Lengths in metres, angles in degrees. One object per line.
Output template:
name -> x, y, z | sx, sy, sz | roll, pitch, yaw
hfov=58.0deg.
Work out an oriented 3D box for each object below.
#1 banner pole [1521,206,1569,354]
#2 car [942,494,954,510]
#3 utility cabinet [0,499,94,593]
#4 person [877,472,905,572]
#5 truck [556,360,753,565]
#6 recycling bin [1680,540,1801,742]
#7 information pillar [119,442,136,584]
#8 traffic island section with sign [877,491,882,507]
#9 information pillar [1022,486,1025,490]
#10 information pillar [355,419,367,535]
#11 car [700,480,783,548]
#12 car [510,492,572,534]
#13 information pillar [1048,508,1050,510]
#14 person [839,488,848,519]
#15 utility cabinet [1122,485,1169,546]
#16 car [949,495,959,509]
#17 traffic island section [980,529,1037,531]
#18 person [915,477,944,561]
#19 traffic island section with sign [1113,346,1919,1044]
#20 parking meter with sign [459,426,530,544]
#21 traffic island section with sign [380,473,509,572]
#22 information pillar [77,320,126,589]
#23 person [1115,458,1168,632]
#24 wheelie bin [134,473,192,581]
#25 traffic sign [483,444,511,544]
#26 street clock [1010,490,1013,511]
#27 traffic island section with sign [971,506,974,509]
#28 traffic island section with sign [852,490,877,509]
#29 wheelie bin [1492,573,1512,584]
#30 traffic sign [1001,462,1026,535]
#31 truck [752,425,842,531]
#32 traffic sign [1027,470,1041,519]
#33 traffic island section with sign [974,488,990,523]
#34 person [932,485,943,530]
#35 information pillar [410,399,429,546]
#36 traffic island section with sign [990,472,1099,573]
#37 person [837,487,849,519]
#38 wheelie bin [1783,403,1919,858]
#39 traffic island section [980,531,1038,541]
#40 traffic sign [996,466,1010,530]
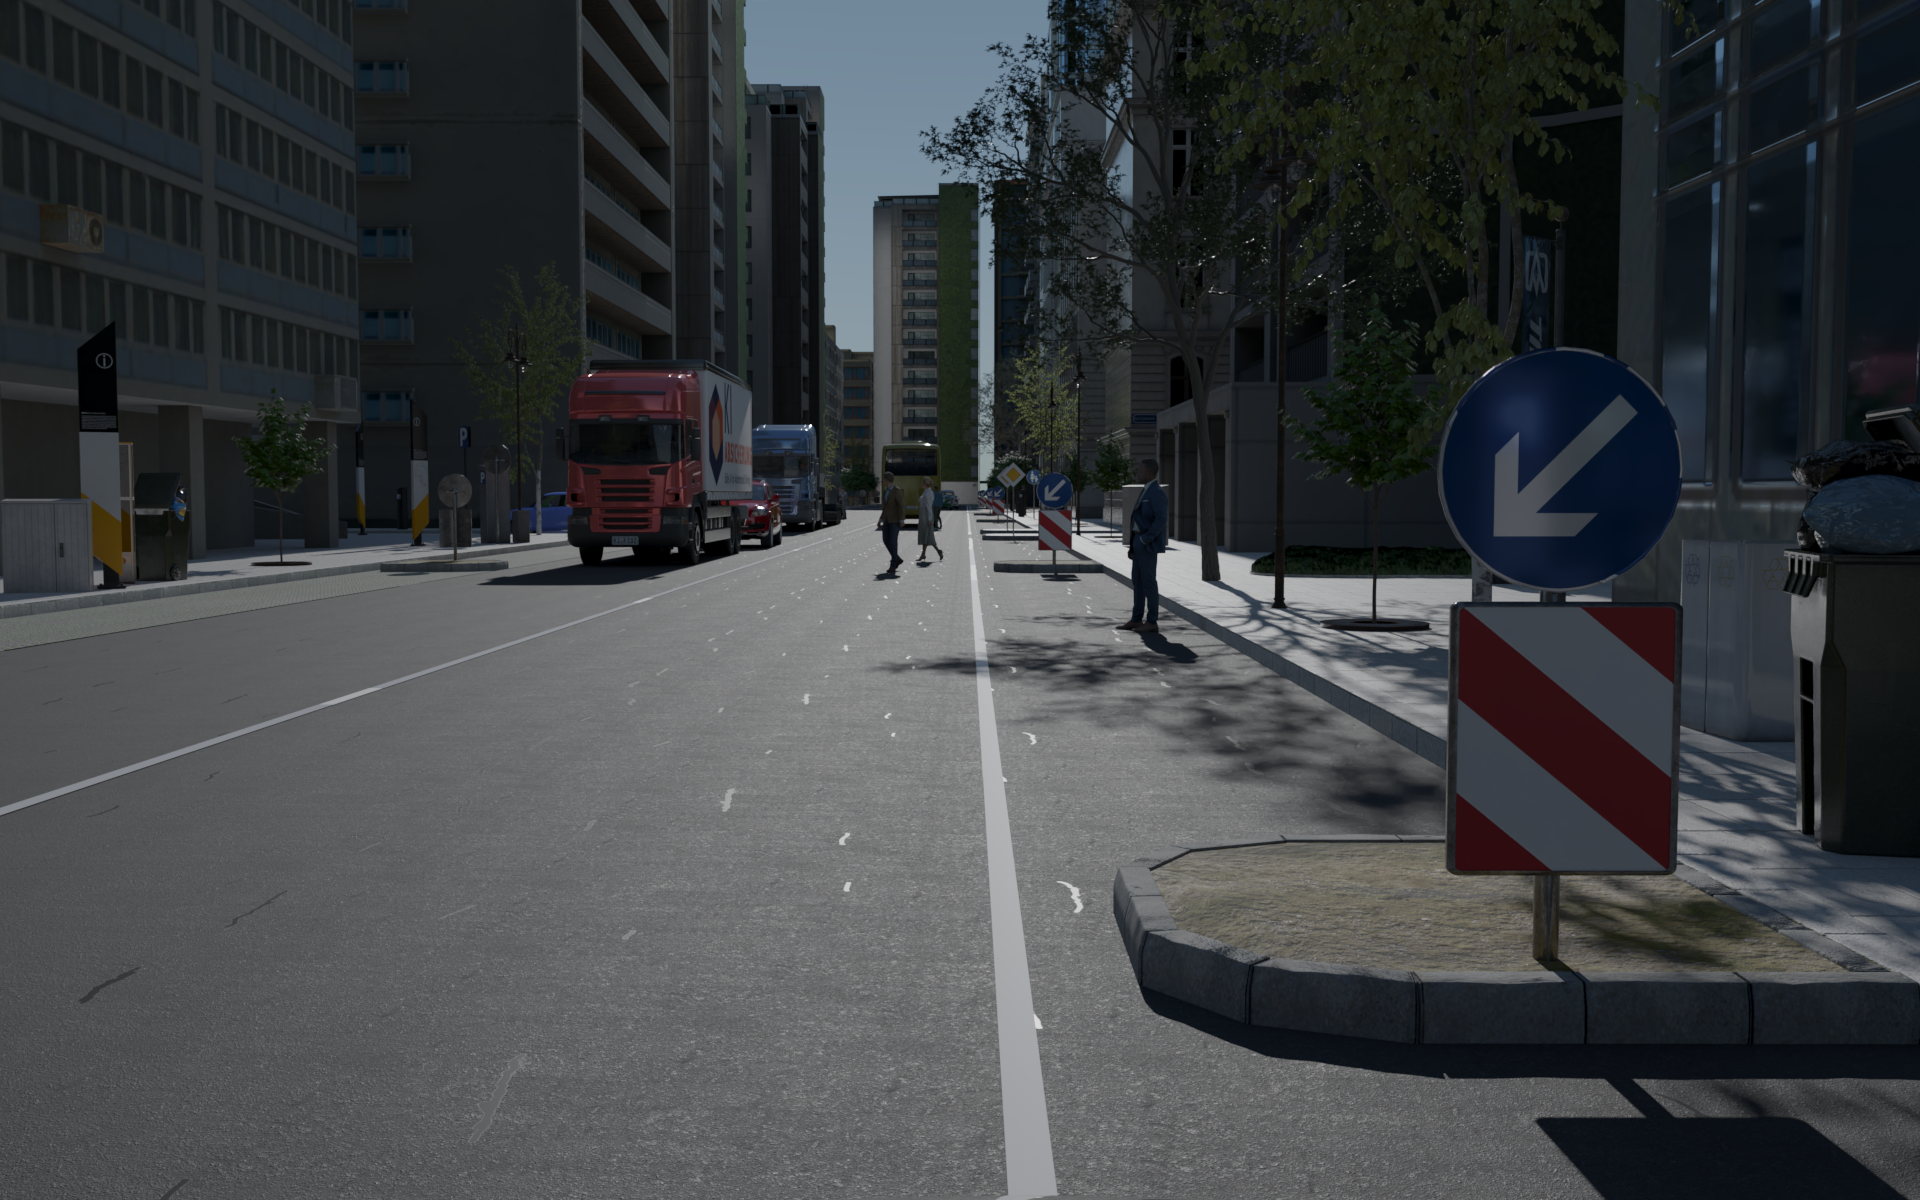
banner pole -> 5.062, -1.530, 15.030 | 0.863, 3.779, 0.401 | -3, 5, -42
car -> -1.579, -8.706, 154.145 | 2.131, 1.459, 4.920 | 0, 4, -1
utility cabinet -> -11.903, -0.699, 22.597 | 1.020, 1.237, 0.306 | -1, 4, -16
person -> -1.272, -1.449, 32.099 | 0.656, 1.842, 0.836 | 1, 4, 19
truck -> -6.494, -3.031, 38.466 | 2.839, 4.237, 11.283 | 0, 3, 0
recycling bin -> 4.363, 0.199, 9.294 | 0.722, 1.027, 0.722 | 0, 4, -3
information pillar -> -11.940, -1.235, 24.680 | 0.304, 2.012, 0.304 | -1, 4, -21
traffic island section with sign -> -9.084, -11.178, 191.389 | 1.989, 1.847, 2.006 | 0, 4, 0
information pillar -> 4.828, -8.612, 132.159 | 0.183, 3.616, 0.504 | 1, 4, 16
information pillar -> -18.633, -3.821, 53.820 | 0.183, 3.616, 0.504 | 0, 4, 0
car -> -6.017, -2.372, 47.450 | 2.281, 1.827, 5.304 | 0, 4, -2
car -> -13.760, -3.026, 59.060 | 3.694, 1.707, 1.945 | 0, 3, 0
information pillar -> 4.108, -4.406, 76.534 | 0.304, 2.012, 0.304 | 2, 4, 30
person -> -6.643, -5.464, 98.044 | 0.583, 1.804, 0.606 | -2, 4, -33
utility cabinet -> 4.525, -2.059, 42.342 | 1.173, 1.500, 0.318 | 3, 5, 40
car -> -1.072, -9.450, 166.874 | 2.083, 1.381, 4.827 | 0, 4, -1
traffic island section -> 1.725, -2.460, 62.509 | 2.009, 0.180, 2.903 | 0, 4, 0
person -> -0.644, -1.727, 36.958 | 0.641, 1.798, 0.478 | 1, 4, 23
traffic island section with sign -> 1.518, 0.194, 5.456 | 1.989, 1.847, 2.006 | 0, 4, 0
parking meter with sign -> -12.101, -2.989, 45.125 | 1.738, 3.016, 0.543 | -3, 5, -41
traffic island section with sign -> -9.639, -1.471, 32.672 | 1.989, 1.847, 2.006 | 0, 4, 0
information pillar -> -11.557, -1.954, 23.295 | 0.504, 3.616, 0.183 | -2, 4, -32
person -> 1.943, -0.573, 18.044 | 0.419, 1.800, 0.721 | -1, 4, -17
wheelie bin -> -11.892, -1.090, 25.736 | 0.980, 1.594, 0.693 | 0, 4, 5
traffic sign -> -11.831, -2.699, 44.241 | 0.768, 2.556, 0.104 | 1, 4, 10
street clock -> 3.926, -7.715, 130.713 | 0.471, 2.002, 0.358 | 0, 4, 6
traffic island section with sign -> 1.910, -6.540, 115.557 | 1.989, 1.847, 2.006 | 0, 4, 0
traffic island section with sign -> -9.185, -9.529, 164.434 | 1.989, 1.847, 2.006 | 0, 4, 0
wheelie bin -> 7.742, -1.040, 24.911 | 0.693, 1.594, 0.980 | 0, 4, 7
traffic sign -> 1.674, -3.107, 54.447 | 0.795, 2.450, 0.064 | 0, 4, 0
truck -> -6.810, -5.106, 73.246 | 2.967, 4.110, 18.799 | 0, 4, 0
traffic sign -> 3.851, -5.499, 90.013 | 0.768, 2.556, 0.104 | 0, 4, 3
traffic island section with sign -> 1.817, -4.837, 87.719 | 1.989, 1.847, 2.006 | 0, 4, 0
person -> -0.897, -3.680, 69.016 | 0.601, 1.785, 0.444 | -2, 4, -34
information pillar -> -13.361, -3.145, 42.784 | 0.183, 3.616, 0.504 | 2, 4, 30
traffic island section with sign -> 1.627, -1.455, 32.411 | 1.989, 1.847, 2.006 | 0, 4, 0
person -> -6.810, -5.578, 99.483 | 0.659, 1.850, 0.755 | 2, 4, 29
wheelie bin -> 3.381, 0.099, 6.293 | 0.693, 1.594, 0.980 | 1, 4, 14
traffic island section -> 1.698, -1.972, 54.524 | 2.009, 0.180, 2.903 | 0, 4, 0
traffic sign -> 1.702, -3.596, 62.432 | 0.795, 2.450, 0.064 | 0, 4, 0
